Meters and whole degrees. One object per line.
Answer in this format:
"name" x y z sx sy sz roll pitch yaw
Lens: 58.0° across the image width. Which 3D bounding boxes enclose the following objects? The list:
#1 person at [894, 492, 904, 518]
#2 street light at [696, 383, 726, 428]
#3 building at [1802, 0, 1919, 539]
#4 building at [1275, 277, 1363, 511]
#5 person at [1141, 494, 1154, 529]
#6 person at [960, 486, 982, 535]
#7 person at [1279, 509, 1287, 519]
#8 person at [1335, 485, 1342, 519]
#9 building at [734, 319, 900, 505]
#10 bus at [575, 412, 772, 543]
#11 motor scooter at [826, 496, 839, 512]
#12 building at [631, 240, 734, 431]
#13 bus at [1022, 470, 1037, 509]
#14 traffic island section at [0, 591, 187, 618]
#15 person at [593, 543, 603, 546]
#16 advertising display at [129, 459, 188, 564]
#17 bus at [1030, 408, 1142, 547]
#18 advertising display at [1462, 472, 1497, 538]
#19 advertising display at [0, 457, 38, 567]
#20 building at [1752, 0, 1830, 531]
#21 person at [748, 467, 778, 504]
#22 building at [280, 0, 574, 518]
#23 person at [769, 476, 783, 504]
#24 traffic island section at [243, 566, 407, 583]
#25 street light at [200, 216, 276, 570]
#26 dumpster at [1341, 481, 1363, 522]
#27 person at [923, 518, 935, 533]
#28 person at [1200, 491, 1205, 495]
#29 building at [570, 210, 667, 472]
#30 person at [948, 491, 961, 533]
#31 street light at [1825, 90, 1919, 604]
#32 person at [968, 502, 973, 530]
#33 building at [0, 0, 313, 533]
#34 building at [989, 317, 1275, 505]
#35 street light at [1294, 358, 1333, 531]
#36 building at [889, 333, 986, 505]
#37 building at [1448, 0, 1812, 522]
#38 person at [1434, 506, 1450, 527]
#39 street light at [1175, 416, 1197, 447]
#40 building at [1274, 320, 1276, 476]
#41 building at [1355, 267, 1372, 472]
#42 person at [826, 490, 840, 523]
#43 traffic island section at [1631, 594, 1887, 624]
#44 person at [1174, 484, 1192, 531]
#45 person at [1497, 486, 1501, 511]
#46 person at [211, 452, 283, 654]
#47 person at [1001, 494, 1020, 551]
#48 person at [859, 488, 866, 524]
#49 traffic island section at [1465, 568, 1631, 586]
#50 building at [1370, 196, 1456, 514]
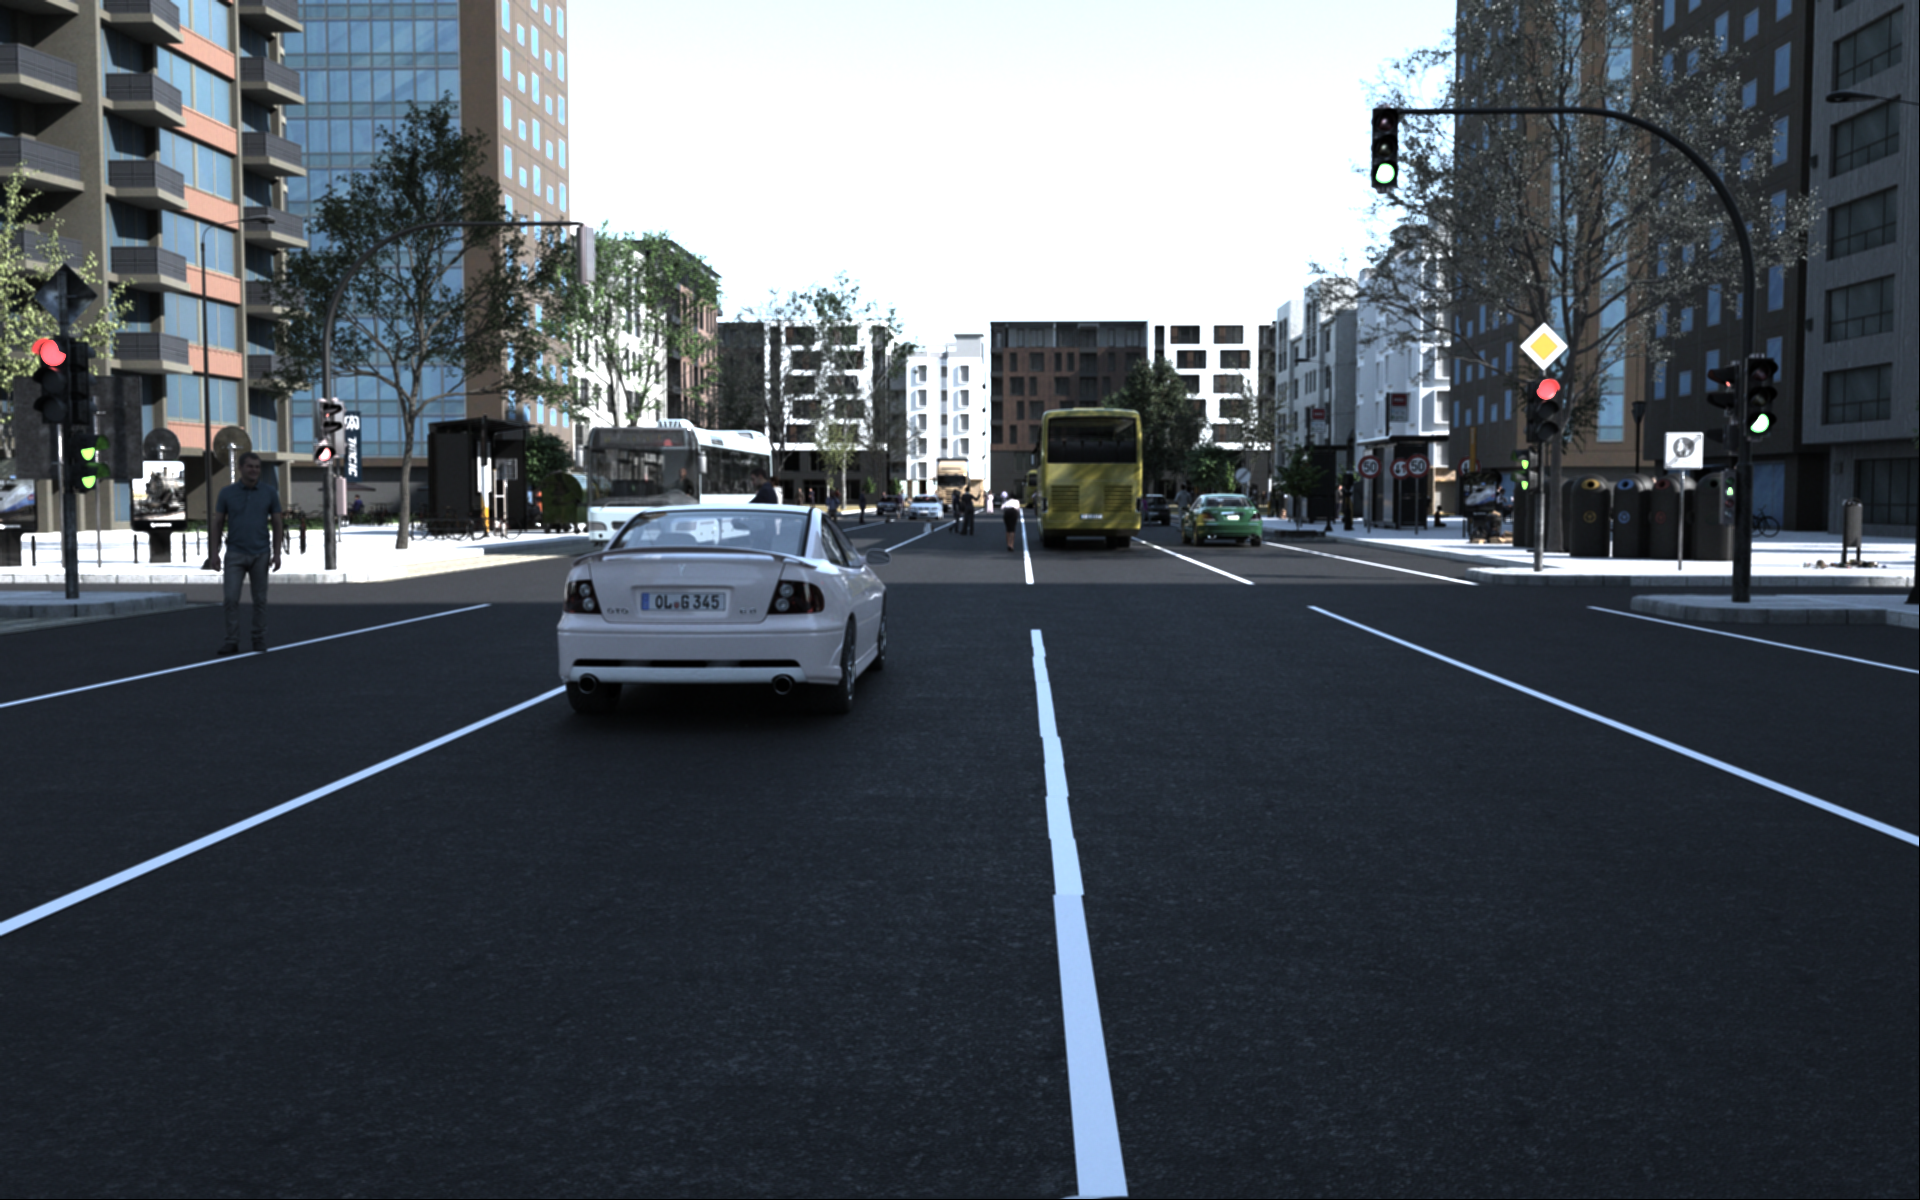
"person" -3.634 -5.555 101.535 0.569 1.553 0.471 2 4 27
"street light" -10.530 -6.133 72.810 1.470 5.913 1.316 0 4 2
"building" 33.485 -16.867 47.471 14.107 30.474 14.160 0 4 2
"building" 37.943 -17.307 149.424 16.747 18.905 31.486 0 4 2
"person" 7.802 -3.672 71.775 0.776 1.435 0.726 2 4 25
"person" 0.386 -3.165 61.054 0.742 1.727 0.445 -2 4 -30
"person" 16.421 -4.381 88.144 0.381 0.543 0.357 -2 4 -24
"person" 19.235 -4.934 87.251 0.750 1.759 0.617 0 4 3
"building" -24.471 -22.762 216.127 32.646 21.610 27.936 0 4 2
"bus" -7.101 -3.078 45.180 2.948 3.499 13.247 0 4 2
"motor scooter" -8.141 -5.999 110.865 0.815 1.314 1.986 0 4 2
"building" -38.893 -18.945 153.726 32.646 21.610 27.936 0 4 2
"bus" 7.869 -11.183 174.384 2.896 3.916 12.252 0 4 1
"traffic island section" -10.921 0.061 21.281 2.009 0.180 2.903 0 4 2
"person" -9.924 -2.234 47.392 0.453 1.535 0.546 0 4 -2
"advertising display" -14.827 -1.642 32.056 0.974 1.923 0.123 -3 5 -40
"bus" 3.494 -3.535 49.336 2.896 3.916 12.252 0 4 2
"advertising display" 15.221 -2.785 50.744 0.974 1.923 0.123 0 4 6
"advertising display" -16.774 -1.548 30.525 0.123 1.923 0.974 2 4 35
"building" 35.511 -25.353 64.631 14.600 45.320 14.200 0 4 2
"person" -2.577 -0.777 21.647 0.568 1.767 0.683 0 4 5
"building" -30.160 -27.223 95.204 14.600 45.320 14.200 0 4 2
"person" -3.991 -1.712 36.636 0.789 1.805 0.875 1 4 11
"traffic island section" -10.649 -0.427 29.262 2.009 0.180 2.903 0 4 2
"street light" -12.111 -3.457 29.068 1.470 5.913 1.316 0 4 2
"dumpster" 17.891 -4.409 77.848 1.264 1.857 1.865 0 4 2
"person" -1.143 -2.724 63.509 0.381 0.543 0.357 1 4 14
"person" 24.794 -10.368 176.237 0.721 1.739 1.217 -3 5 -40
"building" -32.081 -15.594 121.423 16.747 18.905 31.486 0 4 2
"person" -0.161 -3.212 63.224 0.471 1.553 0.569 1 4 21
"street light" 10.670 -2.909 20.099 1.470 5.913 1.316 0 4 2
"person" 0.364 -3.518 69.929 0.340 1.345 0.435 -1 4 -17
"building" -38.986 -25.162 66.025 22.147 44.769 28.867 0 4 2
"building" 20.133 -22.669 214.613 32.646 21.610 27.936 0 4 2
"street light" 12.141 -5.315 59.449 1.470 5.913 1.316 0 4 2
"building" -2.656 -21.626 210.004 11.380 20.091 16.016 0 4 2
"building" 35.870 -27.216 95.100 14.600 45.320 14.200 0 4 2
"person" 18.847 -3.272 67.825 0.655 0.850 0.859 2 4 25
"street light" 13.550 -8.010 103.509 1.470 5.913 1.316 0 4 2
"building" 53.248 -22.623 213.861 32.646 21.610 27.936 0 4 2
"building" 37.570 -16.556 127.112 16.016 20.091 11.380 0 4 2
"person" -4.449 -3.061 60.606 0.516 1.574 0.319 -1 4 -12
"traffic island section" 9.288 0.104 20.588 2.009 0.180 2.903 0 4 2
"person" 8.557 -3.529 66.349 0.875 1.805 0.789 -1 4 -11
"person" 26.236 -4.724 84.084 0.445 1.727 0.742 0 4 -3
"person" -6.451 -0.430 15.657 0.598 1.807 0.434 -1 4 -10
"person" 1.315 -1.948 43.532 0.628 1.438 0.799 -1 4 -21
"person" -4.677 -4.519 83.307 0.530 1.710 0.541 2 4 26
"traffic island section" 9.561 -0.385 28.569 2.009 0.180 2.903 0 4 2
"building" 36.898 -15.862 115.770 16.016 20.091 11.380 0 4 2
